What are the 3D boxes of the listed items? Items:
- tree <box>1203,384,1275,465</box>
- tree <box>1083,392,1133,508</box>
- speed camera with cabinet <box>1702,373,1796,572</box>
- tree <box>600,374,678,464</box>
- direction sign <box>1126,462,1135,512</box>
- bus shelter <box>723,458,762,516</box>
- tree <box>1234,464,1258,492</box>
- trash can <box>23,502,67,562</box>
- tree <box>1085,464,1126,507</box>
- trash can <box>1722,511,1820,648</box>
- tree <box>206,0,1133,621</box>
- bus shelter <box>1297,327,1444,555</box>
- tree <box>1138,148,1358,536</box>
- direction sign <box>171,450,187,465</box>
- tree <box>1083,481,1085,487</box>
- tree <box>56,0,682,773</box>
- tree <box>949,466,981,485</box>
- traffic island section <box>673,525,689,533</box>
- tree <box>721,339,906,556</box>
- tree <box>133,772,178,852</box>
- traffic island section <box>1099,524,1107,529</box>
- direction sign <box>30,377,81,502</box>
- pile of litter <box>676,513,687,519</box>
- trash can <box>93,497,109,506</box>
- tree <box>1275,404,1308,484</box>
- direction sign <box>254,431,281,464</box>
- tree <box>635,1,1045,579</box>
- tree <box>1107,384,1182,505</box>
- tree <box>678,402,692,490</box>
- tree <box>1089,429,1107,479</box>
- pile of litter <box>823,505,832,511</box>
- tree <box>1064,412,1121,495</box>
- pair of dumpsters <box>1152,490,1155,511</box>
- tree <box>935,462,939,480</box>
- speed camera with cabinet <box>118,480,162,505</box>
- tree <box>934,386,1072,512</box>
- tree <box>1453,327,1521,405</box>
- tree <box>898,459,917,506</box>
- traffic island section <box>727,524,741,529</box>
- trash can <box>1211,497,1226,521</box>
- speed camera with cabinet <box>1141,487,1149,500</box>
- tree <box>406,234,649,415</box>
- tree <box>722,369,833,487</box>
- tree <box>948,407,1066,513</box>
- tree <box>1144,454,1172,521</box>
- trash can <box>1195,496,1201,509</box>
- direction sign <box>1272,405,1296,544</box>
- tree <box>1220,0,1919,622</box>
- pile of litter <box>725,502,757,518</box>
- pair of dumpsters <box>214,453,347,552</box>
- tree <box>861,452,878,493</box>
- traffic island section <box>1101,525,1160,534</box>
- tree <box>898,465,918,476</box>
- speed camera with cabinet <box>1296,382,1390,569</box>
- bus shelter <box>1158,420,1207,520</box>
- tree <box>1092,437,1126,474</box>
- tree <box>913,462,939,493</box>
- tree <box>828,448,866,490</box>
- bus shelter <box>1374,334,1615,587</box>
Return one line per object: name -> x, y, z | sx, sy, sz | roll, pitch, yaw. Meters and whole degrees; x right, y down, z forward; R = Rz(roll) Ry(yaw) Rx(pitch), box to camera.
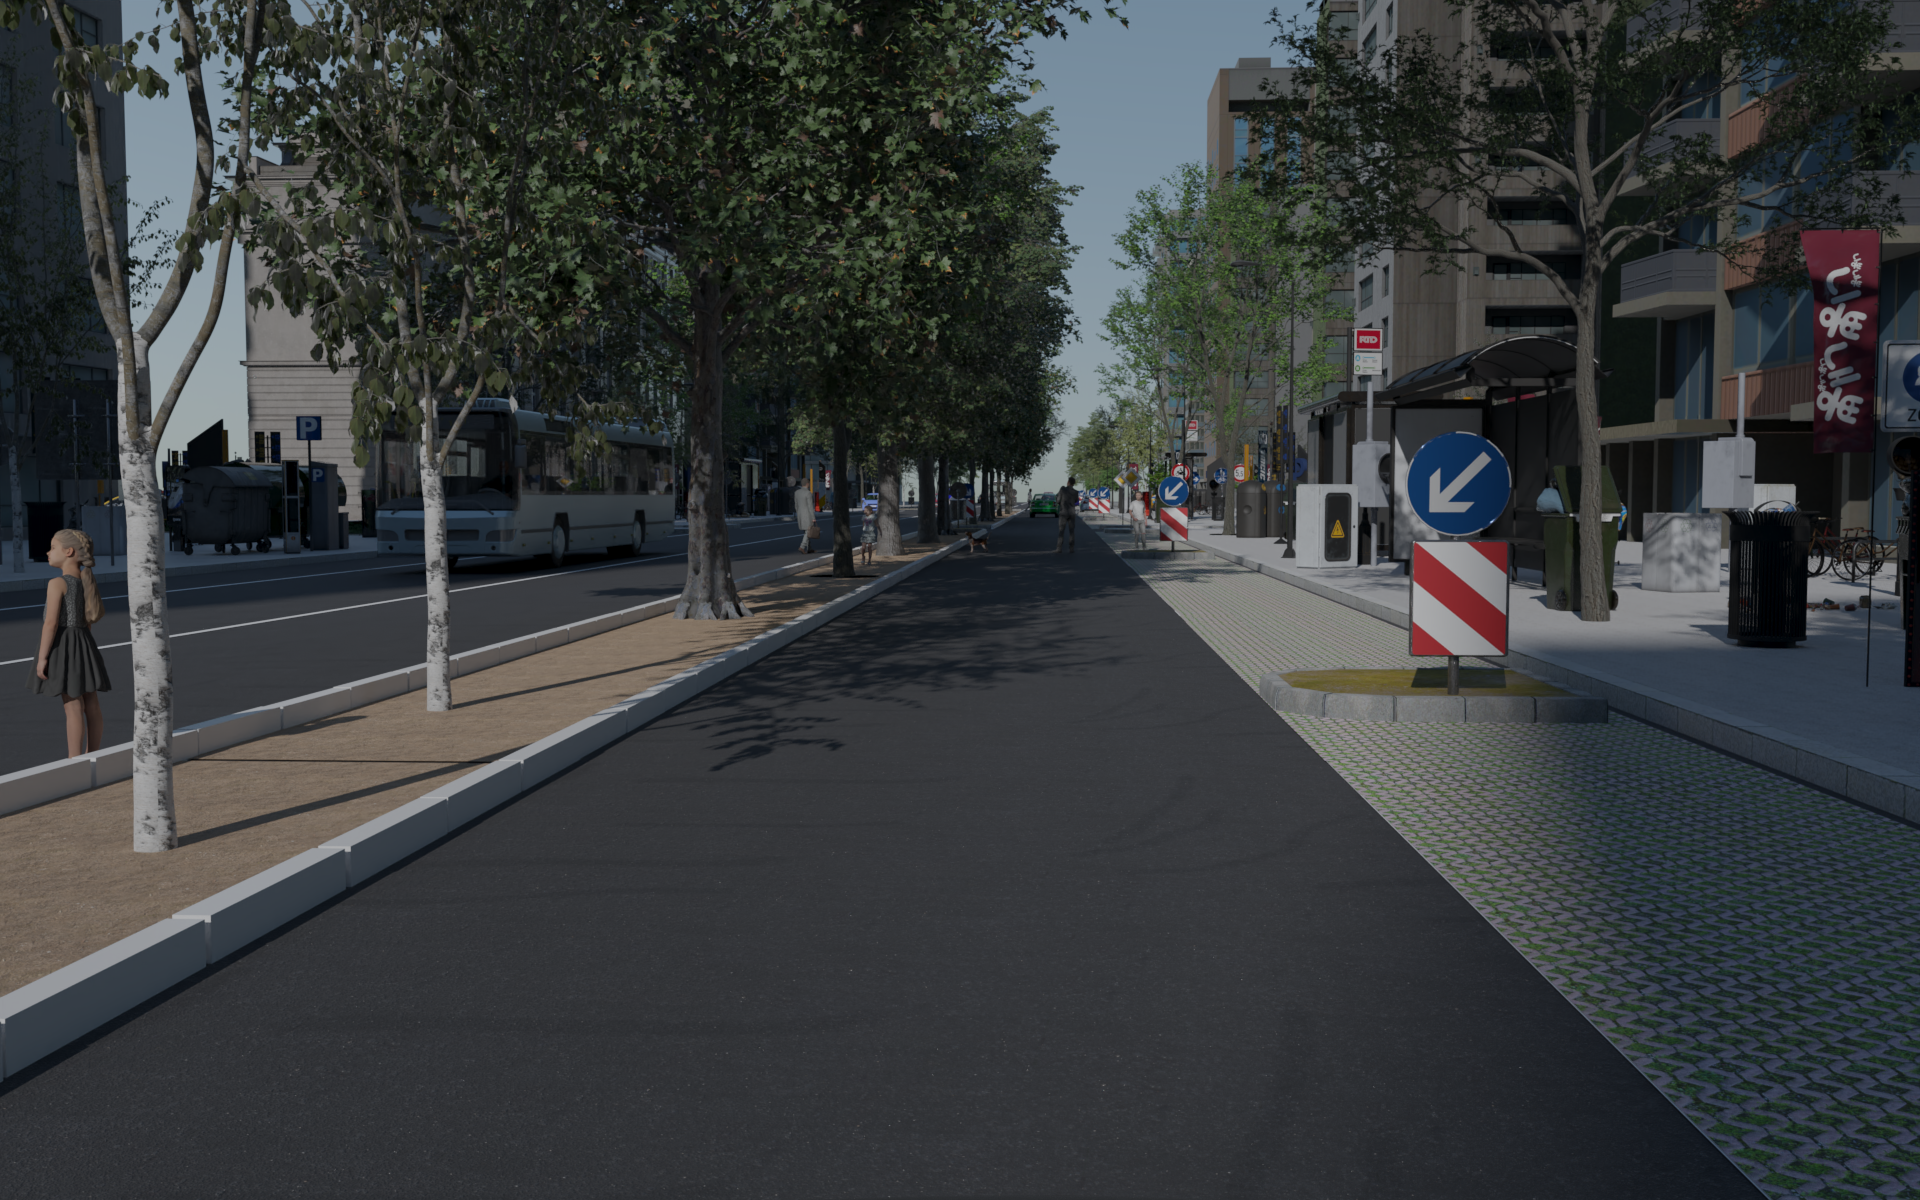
tree -> 18.436, -10.173, 116.685 | 4.360, 8.622, 3.978 | 0, 3, 0
tree -> 14.714, -13.572, 156.312 | 7.601, 10.594, 8.767 | -1, 4, -21
speed camera with cabinet -> 13.188, -2.115, 28.920 | 2.038, 3.252, 0.660 | -3, 4, -37
tree -> -18.482, -8.953, 96.744 | 4.737, 8.622, 4.395 | 0, 3, 0
direction sign -> 12.860, -8.452, 130.180 | 0.876, 3.537, 0.379 | 3, 4, 38
bus shelter -> -13.370, -7.548, 101.038 | 2.179, 5.291, 8.768 | 0, 4, 3
tree -> 16.110, -6.366, 98.677 | 1.663, 3.219, 1.824 | 0, 3, 0
trash can -> -17.283, -1.290, 32.750 | 0.748, 1.137, 0.748 | 0, 3, 0
tree -> 15.861, -11.906, 178.383 | 4.285, 4.588, 4.351 | 0, 3, 0
trash can -> 6.811, -0.180, 14.596 | 0.748, 1.137, 0.748 | 0, 3, 0
tree -> -2.904, -6.121, 19.537 | 9.611, 12.733, 9.660 | 0, 3, 0
bus shelter -> 8.992, -3.780, 39.436 | 2.179, 5.291, 8.768 | 0, 4, 3
tree -> 8.304, -7.809, 53.441 | 9.928, 11.665, 9.643 | 0, 3, 0
direction sign -> -40.431, -5.989, 89.911 | 0.876, 3.537, 0.379 | 0, 4, -6
tree -> 20.408, -16.941, 260.697 | 4.285, 4.588, 4.351 | 0, 3, 0
tree -> -3.430, -3.554, 10.925 | 4.360, 8.622, 3.978 | 0, 3, 0
tree -> 0.073, -23.464, 301.762 | 7.486, 12.596, 7.792 | 0, 3, 0
traffic island section -> -10.789, -2.599, 64.776 | 2.009, 0.180, 2.903 | 0, 4, 3
tree -> -1.614, -7.984, 39.657 | 9.857, 13.997, 8.962 | 0, 3, 0
tree -> -3.227, -3.280, 6.455 | 4.360, 8.622, 3.978 | 0, 3, 0
traffic island section -> 6.770, -3.028, 71.793 | 2.009, 0.180, 2.903 | 0, 4, 3
direction sign -> -17.509, -2.546, 33.626 | 0.876, 3.537, 0.379 | -2, 4, -35
pile of litter -> -14.036, -4.676, 90.420 | 1.719, 0.858, 1.176 | 0, 4, -4
trash can -> -40.215, -4.254, 81.204 | 0.748, 1.137, 0.748 | 0, 3, 0
tree -> 26.721, -11.739, 142.288 | 4.360, 8.622, 3.978 | 0, 3, 0
direction sign -> -25.019, -4.322, 62.668 | 0.876, 3.537, 0.379 | -1, 4, -20
tree -> -2.094, -6.188, 29.391 | 9.928, 11.665, 9.643 | 0, 3, 0
tree -> 11.850, -9.727, 109.399 | 4.737, 8.622, 4.395 | 0, 3, 0
tree -> -19.009, -10.058, 114.818 | 4.737, 8.622, 4.395 | 0, 3, 0
tree -> 13.515, -11.279, 134.766 | 4.737, 8.622, 4.395 | 0, 3, 0
pile of litter -> -10.629, -7.312, 133.521 | 1.719, 0.858, 1.176 | 0, 4, 0
tree -> 19.062, -19.589, 238.411 | 7.486, 12.596, 7.792 | 0, 3, 0
pair of dumpsters -> 14.920, -7.735, 128.963 | 1.574, 2.255, 4.437 | 0, 4, 3
tree -> -3.907, -17.454, 235.732 | 4.360, 8.622, 3.978 | 0, 3, 0
speed camera with cabinet -> -28.566, -4.035, 60.311 | 2.038, 3.252, 0.660 | 3, 5, 39
tree -> 3.944, -13.970, 141.239 | 12.009, 13.543, 11.850 | 0, 3, 0
tree -> 23.914, -7.753, 77.131 | 4.360, 8.622, 3.978 | 0, 3, 0
tree -> -6.136, -14.491, 187.284 | 4.360, 8.622, 3.978 | 0, 3, 0
traffic island section -> -10.344, -3.087, 72.748 | 2.009, 0.180, 2.903 | 0, 4, 3
trash can -> 12.326, -4.342, 82.639 | 0.748, 1.137, 0.748 | 0, 3, 0
speed camera with cabinet -> 15.222, -8.955, 140.749 | 0.660, 3.252, 2.038 | -3, 4, -38
tree -> -13.974, -7.413, 55.618 | 8.767, 10.594, 7.601 | 0, 4, -1
tree -> -11.329, -10.799, 110.975 | 7.601, 10.594, 8.767 | 2, 4, 34
tree -> 3.793, -11.882, 131.137 | 8.767, 10.594, 7.601 | 0, 4, 3
tree -> 9.660, -5.480, 84.197 | 1.663, 3.219, 1.824 | 0, 3, 0
trash can -> 18.635, -7.612, 136.103 | 0.748, 1.137, 0.748 | 0, 3, 0
direction sign -> 8.257, -3.208, 44.450 | 0.379, 3.537, 0.876 | 0, 4, -7
tree -> 6.101, -5.070, 17.303 | 7.601, 10.594, 8.767 | 1, 4, 13
pile of litter -> -11.906, -4.893, 93.957 | 1.719, 0.858, 1.176 | 1, 4, 16
pair of dumpsters -> -15.796, -2.297, 40.048 | 1.574, 2.255, 4.437 | 0, 4, 3
tree -> -8.166, -13.071, 164.071 | 4.737, 8.622, 4.395 | 0, 3, 0
traffic island section -> 6.325, -2.541, 63.820 | 2.009, 0.180, 2.903 | 0, 4, 3
tree -> -4.855, -18.919, 219.695 | 12.009, 13.543, 11.850 | 0, 3, 0
speed camera with cabinet -> 6.775, -2.188, 30.114 | 2.038, 3.252, 0.660 | -2, 4, -34
bus shelter -> 11.633, -6.951, 91.288 | 2.179, 5.291, 8.768 | 0, 4, 3
tree -> 17.589, -15.663, 206.453 | 4.360, 8.622, 3.978 | 0, 3, 0
tree -> -3.196, -19.112, 246.891 | 8.767, 10.594, 7.601 | -3, 5, -41
tree -> -9.342, -11.677, 141.284 | 4.360, 8.622, 3.978 | 0, 3, 0
bus shelter -> 7.428, -1.887, 24.774 | 2.014, 3.302, 5.546 | 0, 4, 3
